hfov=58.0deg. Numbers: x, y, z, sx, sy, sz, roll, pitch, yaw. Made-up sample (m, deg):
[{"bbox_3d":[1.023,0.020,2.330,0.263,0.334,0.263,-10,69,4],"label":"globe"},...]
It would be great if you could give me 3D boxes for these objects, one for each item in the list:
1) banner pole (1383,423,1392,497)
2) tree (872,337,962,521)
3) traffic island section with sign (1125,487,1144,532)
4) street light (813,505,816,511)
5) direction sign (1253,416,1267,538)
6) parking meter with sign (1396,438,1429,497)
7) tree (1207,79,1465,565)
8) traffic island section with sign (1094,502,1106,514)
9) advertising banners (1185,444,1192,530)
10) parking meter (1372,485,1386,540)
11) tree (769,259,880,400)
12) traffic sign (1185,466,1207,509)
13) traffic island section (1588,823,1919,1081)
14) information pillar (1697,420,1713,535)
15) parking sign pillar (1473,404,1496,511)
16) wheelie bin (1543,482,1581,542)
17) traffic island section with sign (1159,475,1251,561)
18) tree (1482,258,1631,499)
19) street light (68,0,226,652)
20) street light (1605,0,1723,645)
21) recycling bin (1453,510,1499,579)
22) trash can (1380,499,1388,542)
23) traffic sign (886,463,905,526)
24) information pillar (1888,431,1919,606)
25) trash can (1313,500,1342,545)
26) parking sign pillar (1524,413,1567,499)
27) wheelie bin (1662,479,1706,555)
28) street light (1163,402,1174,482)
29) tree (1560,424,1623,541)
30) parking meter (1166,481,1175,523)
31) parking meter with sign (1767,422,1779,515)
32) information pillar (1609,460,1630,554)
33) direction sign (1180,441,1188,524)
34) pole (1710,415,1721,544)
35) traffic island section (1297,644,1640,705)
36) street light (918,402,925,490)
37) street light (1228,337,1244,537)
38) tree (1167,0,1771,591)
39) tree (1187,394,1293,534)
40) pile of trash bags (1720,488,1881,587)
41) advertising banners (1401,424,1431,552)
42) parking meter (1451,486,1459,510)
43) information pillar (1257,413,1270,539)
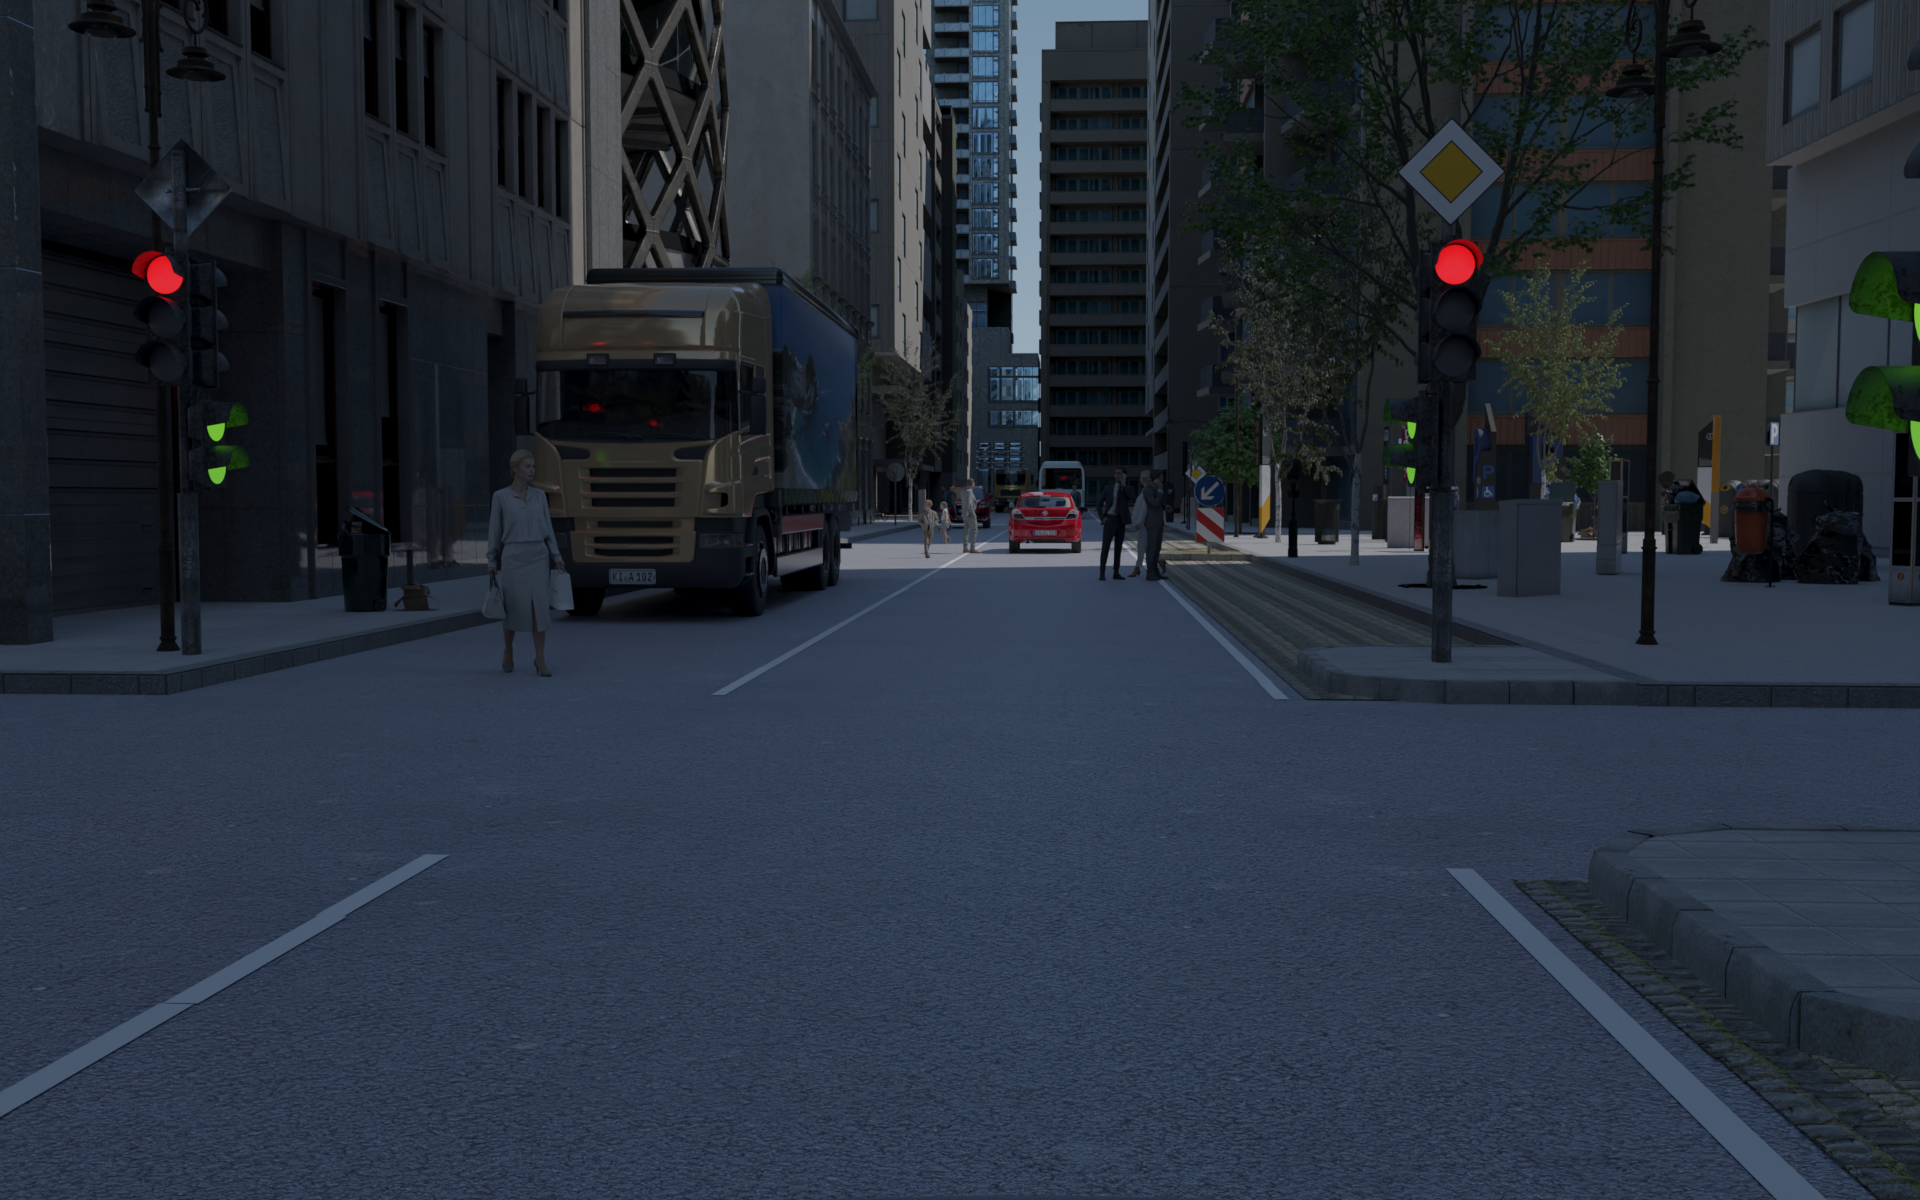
[{"bbox_3d":[13.892,-4.053,56.279,0.401,3.779,0.863,0,4,-6],"label":"banner pole"},{"bbox_3d":[-2.119,-8.021,81.506,4.360,8.622,3.978,0,3,0],"label":"tree"},{"bbox_3d":[7.040,-3.463,65.251,1.989,1.847,2.006,0,4,4],"label":"traffic island section with sign"},{"bbox_3d":[-4.267,-4.770,50.782,0.468,5.910,1.993,0,4,4],"label":"street light"},{"bbox_3d":[8.827,-3.606,50.963,0.379,3.537,0.876,-1,4,-12],"label":"direction sign"},{"bbox_3d":[14.281,-3.525,53.896,1.738,3.016,0.543,-3,5,-42],"label":"parking meter with sign"},{"bbox_3d":[6.989,-4.940,31.131,4.360,8.622,3.978,0,3,0],"label":"tree"},{"bbox_3d":[11.973,-8.170,142.210,1.989,1.847,2.006,0,4,4],"label":"traffic island section with sign"},{"bbox_3d":[8.150,-4.004,61.650,0.090,3.025,2.074,0,4,3],"label":"advertising banners"},{"bbox_3d":[11.800,-2.470,48.800,0.372,1.533,0.369,0,3,0],"label":"parking meter"},{"bbox_3d":[-4.969,-6.392,54.867,4.737,8.622,4.395,0,3,0],"label":"tree"},{"bbox_3d":[8.571,-3.778,62.963,0.795,2.450,0.064,1,4,10],"label":"traffic sign"},{"bbox_3d":[3.191,1.040,5.271,2.009,0.180,2.903,0,4,4],"label":"traffic island section"},{"bbox_3d":[23.164,-3.817,53.768,0.504,3.616,0.183,1,4,10],"label":"information pillar"},{"bbox_3d":[15.464,-3.825,51.013,1.447,3.967,1.447,1,4,8],"label":"parking sign pillar"},{"bbox_3d":[16.061,-2.342,46.202,0.980,1.594,0.693,2,4,29],"label":"wheelie bin"},{"bbox_3d":[5.279,-1.784,37.789,1.989,1.847,2.006,0,4,4],"label":"traffic island section with sign"},{"bbox_3d":[18.481,-6.337,53.967,4.737,8.622,4.395,0,3,0],"label":"tree"},{"bbox_3d":[-6.482,-2.521,14.004,0.468,5.910,1.993,0,4,4],"label":"street light"},{"bbox_3d":[5.867,-2.558,14.614,0.468,5.910,1.993,0,4,4],"label":"street light"},{"bbox_3d":[7.746,-0.850,26.457,0.722,1.027,0.722,3,5,44],"label":"recycling bin"},{"bbox_3d":[11.972,-2.208,47.752,0.748,1.137,0.748,0,3,0],"label":"trash can"},{"bbox_3d":[-2.630,-4.300,70.417,0.768,2.556,0.104,0,4,4],"label":"traffic sign"},{"bbox_3d":[10.917,-0.941,19.882,0.304,2.012,0.304,-2,4,-26],"label":"information pillar"},{"bbox_3d":[9.328,-1.980,44.030,0.748,1.137,0.748,0,3,0],"label":"trash can"},{"bbox_3d":[19.442,-4.224,57.534,1.447,3.967,1.447,0,4,-8],"label":"parking sign pillar"},{"bbox_3d":[15.380,-1.769,36.828,0.693,1.594,0.980,-1,4,-13],"label":"wheelie bin"},{"bbox_3d":[10.504,-7.008,87.371,0.468,5.910,1.993,0,4,4],"label":"street light"},{"bbox_3d":[17.501,-3.273,48.122,1.663,3.219,1.824,0,3,0],"label":"tree"},{"bbox_3d":[9.491,-4.430,78.148,0.399,1.863,0.255,0,4,4],"label":"parking meter"},{"bbox_3d":[20.379,-2.777,41.669,1.738,3.016,0.543,3,5,44],"label":"parking meter with sign"},{"bbox_3d":[14.112,-1.995,37.115,0.304,2.012,0.304,-3,5,-40],"label":"information pillar"},{"bbox_3d":[9.682,-5.052,74.600,0.379,3.537,0.876,1,4,20],"label":"direction sign"},{"bbox_3d":[19.531,-3.115,44.774,0.158,3.312,0.155,0,3,0],"label":"pole"},{"bbox_3d":[3.701,0.553,13.240,2.009,0.180,2.903,0,4,4],"label":"traffic island section"},{"bbox_3d":[-1.929,-7.009,87.377,0.468,5.910,1.993,0,4,4],"label":"street light"},{"bbox_3d":[8.184,-4.792,51.133,0.468,5.910,1.993,0,4,4],"label":"street light"},{"bbox_3d":[6.667,-5.974,23.430,9.928,11.665,9.643,0,3,0],"label":"tree"},{"bbox_3d":[9.136,-4.412,55.846,4.285,4.588,4.351,0,3,0],"label":"tree"},{"bbox_3d":[11.957,-0.935,25.037,1.912,1.369,3.447,3,5,43],"label":"pile of trash bags"},{"bbox_3d":[10.307,-2.604,38.769,0.090,3.025,2.074,-1,4,-10],"label":"advertising banners"},{"bbox_3d":[15.516,-2.822,54.547,0.372,1.533,0.369,0,3,0],"label":"parking meter"},{"bbox_3d":[8.809,-3.591,50.072,0.183,3.616,0.504,3,5,39],"label":"information pillar"}]
